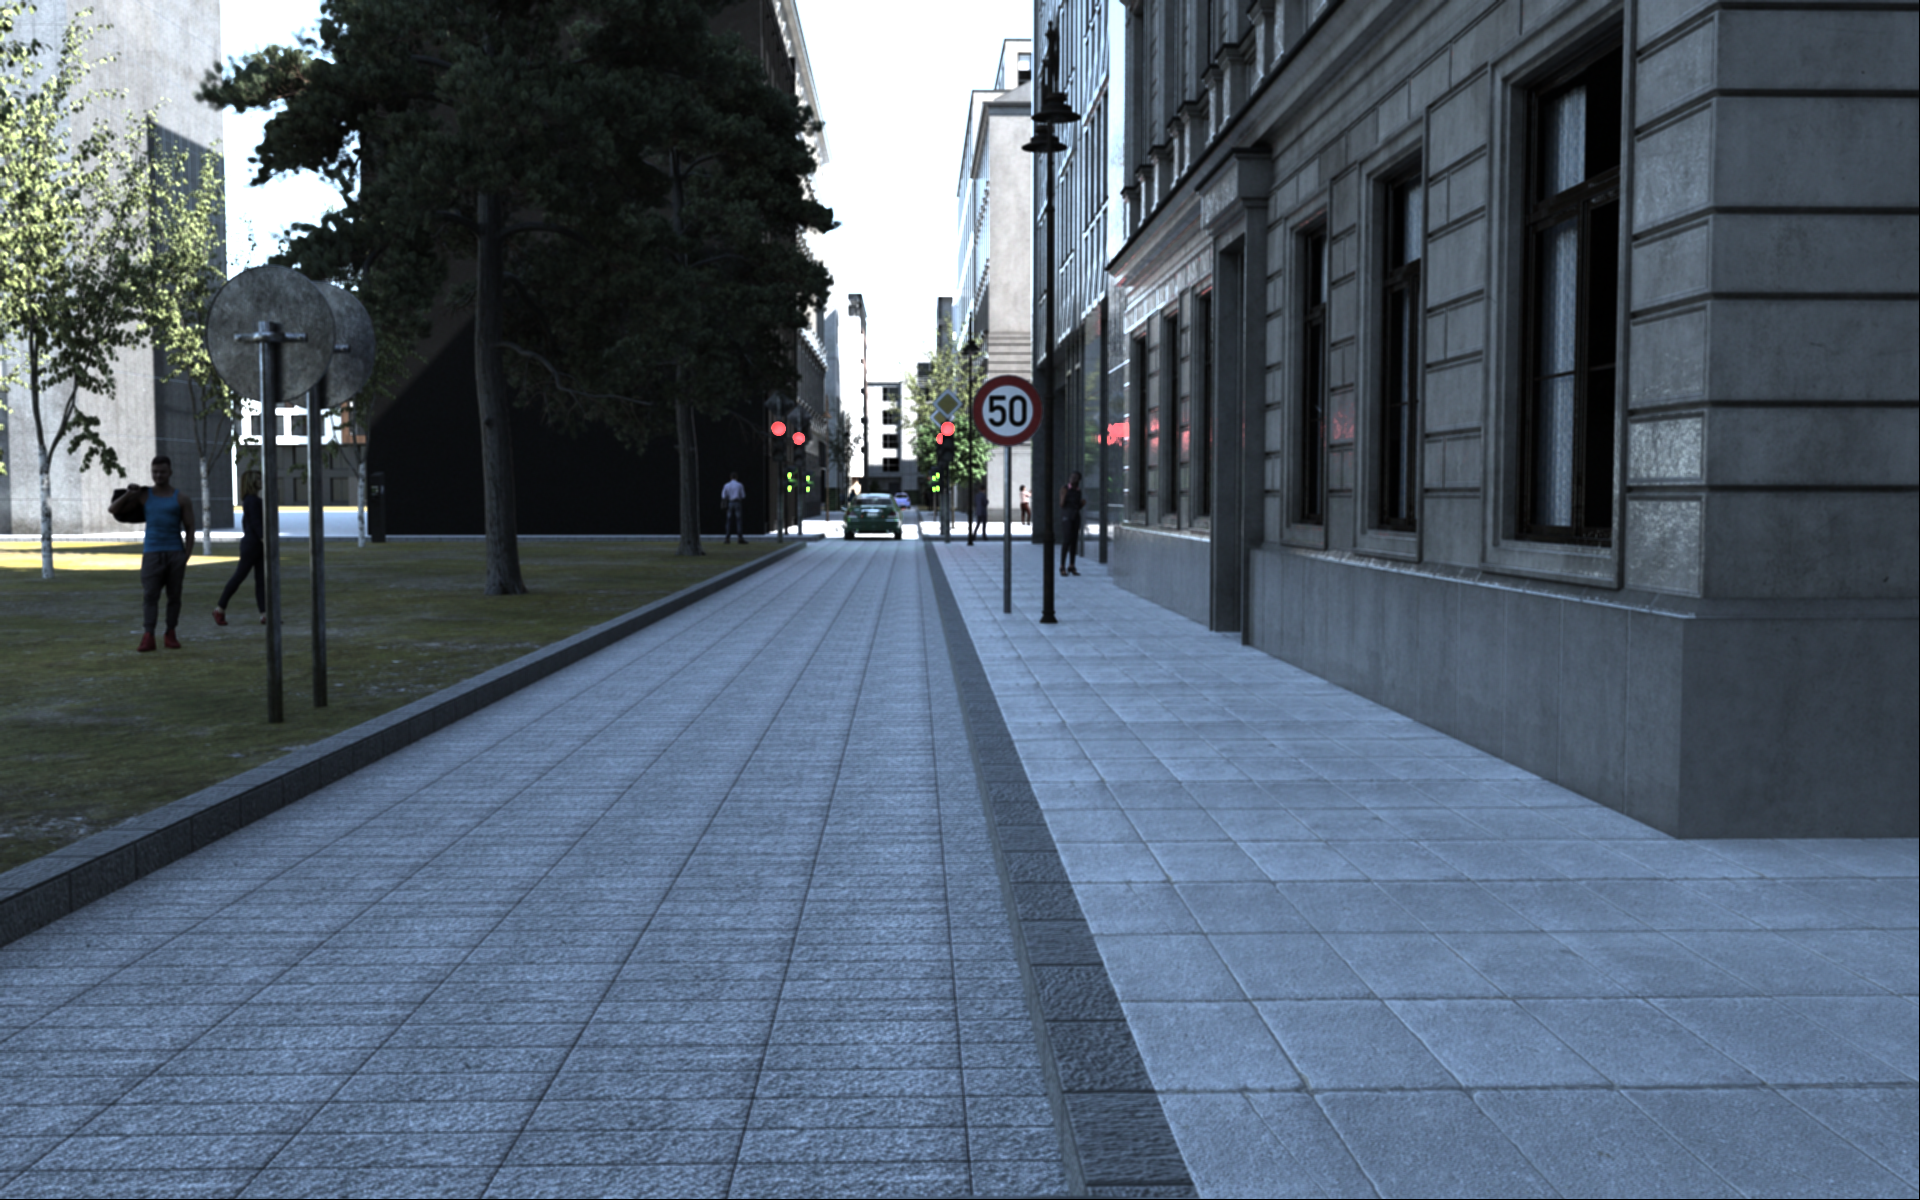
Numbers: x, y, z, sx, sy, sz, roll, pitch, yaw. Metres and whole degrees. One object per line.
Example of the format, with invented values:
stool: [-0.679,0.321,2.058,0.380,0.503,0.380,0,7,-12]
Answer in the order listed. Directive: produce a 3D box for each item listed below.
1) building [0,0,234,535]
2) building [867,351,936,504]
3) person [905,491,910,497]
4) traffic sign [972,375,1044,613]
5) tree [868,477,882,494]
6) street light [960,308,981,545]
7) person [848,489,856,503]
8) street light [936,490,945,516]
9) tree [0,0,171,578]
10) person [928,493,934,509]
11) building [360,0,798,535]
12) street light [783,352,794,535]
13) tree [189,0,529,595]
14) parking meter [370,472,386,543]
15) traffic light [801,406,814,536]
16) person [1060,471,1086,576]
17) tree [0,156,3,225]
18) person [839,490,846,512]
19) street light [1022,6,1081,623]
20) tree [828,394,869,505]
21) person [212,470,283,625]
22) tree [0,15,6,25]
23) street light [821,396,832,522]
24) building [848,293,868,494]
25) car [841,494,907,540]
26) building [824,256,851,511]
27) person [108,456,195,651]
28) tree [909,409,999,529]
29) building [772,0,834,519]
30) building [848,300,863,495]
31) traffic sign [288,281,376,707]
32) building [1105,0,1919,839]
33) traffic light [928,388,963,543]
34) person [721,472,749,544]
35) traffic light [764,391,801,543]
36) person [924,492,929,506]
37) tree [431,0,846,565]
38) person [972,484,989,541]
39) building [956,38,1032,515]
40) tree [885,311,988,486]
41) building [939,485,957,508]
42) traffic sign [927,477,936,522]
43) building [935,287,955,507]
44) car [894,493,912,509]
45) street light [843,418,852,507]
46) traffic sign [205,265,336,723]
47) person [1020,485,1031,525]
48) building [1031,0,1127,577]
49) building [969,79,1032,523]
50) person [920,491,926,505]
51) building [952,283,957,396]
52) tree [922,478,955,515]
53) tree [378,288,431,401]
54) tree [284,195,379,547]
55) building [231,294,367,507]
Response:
building: [-37.333,-14.725,58.781,19.932,24.808,12.078,0,4,-2]
building: [-7.141,-21.730,221.742,31.486,18.905,16.747,0,4,-2]
person: [-5.767,-10.652,183.382,1.217,1.743,0.721,-2,4,-25]
traffic sign: [0.512,-1.132,18.612,0.768,2.556,0.104,0,4,4]
tree: [-9.442,-12.167,193.538,1.663,3.219,1.824,0,3,0]
street light: [0.259,-4.304,43.157,0.468,5.910,1.993,0,4,-2]
person: [-6.766,-6.173,108.672,0.593,1.614,0.444,1,4,18]
street light: [-0.712,-6.362,76.806,0.468,5.910,1.993,0,4,-2]
tree: [-13.682,-4.639,26.204,4.737,8.622,4.395,0,3,0]
person: [-2.386,-8.363,143.704,0.541,1.710,0.530,3,5,44]
building: [-12.481,-14.160,61.186,12.332,23.373,15.834,0,4,-2]
street light: [-5.446,-4.973,54.101,0.468,5.910,1.993,0,4,-2]
tree: [-5.975,-6.110,21.952,6.751,12.117,7.091,0,3,0]
parking meter: [-15.435,-2.459,45.915,0.255,1.863,0.399,0,4,5]
traffic light: [-4.924,-3.922,53.374,0.839,4.213,0.868,0,4,-2]
person: [1.770,-1.205,27.221,0.415,1.643,0.593,1,4,10]
tree: [-22.718,-6.850,34.061,6.751,12.117,7.091,0,3,0]
person: [-8.367,-7.070,123.851,0.499,1.552,0.429,0,4,2]
street light: [0.883,-2.709,17.086,0.468,5.910,1.993,0,4,-2]
tree: [-8.343,-10.656,124.586,4.360,8.622,3.978,0,3,0]
person: [-7.005,-0.514,16.996,0.613,1.512,0.480,-2,4,-32]
tree: [-4.726,-1.315,5.221,4.285,4.588,4.351,0,3,0]
street light: [-6.122,-6.548,79.844,0.468,5.910,1.993,0,4,-2]
building: [-26.614,-21.141,189.633,32.646,21.610,27.936,0,4,-2]
car: [-2.755,-2.669,55.437,2.131,1.459,4.920,0,4,-2]
building: [-18.028,-16.986,144.173,16.747,18.905,31.486,0,4,-2]
person: [-6.681,-0.393,14.345,0.647,1.594,0.662,-2,4,-28]
tree: [-0.182,-4.875,63.420,4.285,4.588,4.351,0,3,0]
building: [-16.001,-19.230,90.829,17.030,29.872,44.131,0,4,-2]
building: [-17.325,-18.980,166.745,16.016,20.091,11.380,0,4,-2]
traffic sign: [-3.867,-0.629,10.393,0.768,2.556,0.104,0,4,8]
building: [7.124,-9.199,15.028,10.561,19.102,19.286,0,4,-2]
traffic light: [-0.346,-3.442,45.527,0.839,4.213,0.868,0,4,-2]
person: [-5.791,-2.368,44.633,0.709,1.838,0.599,0,4,4]
traffic light: [-4.705,-3.434,45.392,0.839,4.213,0.868,0,4,-2]
person: [-3.406,-10.898,184.365,0.705,1.807,1.348,-3,5,-42]
tree: [-5.699,-6.961,35.872,6.751,12.117,7.091,0,3,0]
person: [0.636,-2.494,50.203,0.530,1.710,0.541,-1,4,-23]
building: [9.834,-18.802,111.933,19.350,26.468,34.151,0,4,-2]
tree: [-0.706,-7.247,68.849,4.737,8.622,4.395,0,3,0]
building: [2.777,-13.168,157.440,9.099,9.664,28.070,0,4,-2]
traffic sign: [-1.149,-4.842,79.275,0.768,2.556,0.104,0,4,1]
building: [11.281,-21.037,187.930,27.936,21.610,32.646,0,4,-2]
car: [-5.599,-9.554,165.804,1.945,1.707,3.694,0,4,-2]
street light: [-6.854,-8.122,105.584,0.468,5.910,1.993,0,4,-2]
traffic sign: [-3.849,-0.584,9.662,0.768,2.556,0.104,0,4,7]
person: [2.723,-3.877,70.899,0.566,1.644,0.517,0,4,6]
building: [8.118,-13.238,34.461,12.078,24.808,19.932,0,4,-2]
building: [5.609,-14.475,85.814,9.793,20.994,18.267,0,4,-2]
person: [-3.983,-11.925,200.981,1.348,1.831,0.705,0,4,-3]
building: [7.430,-17.195,137.552,16.016,20.091,11.380,0,4,-2]
tree: [-1.440,-7.814,122.355,1.663,3.219,1.824,0,3,0]
tree: [-14.647,-5.599,41.912,4.737,8.622,4.395,0,3,0]
tree: [-15.548,-5.235,35.949,4.737,8.622,4.395,0,3,0]
building: [-59.242,-21.073,188.521,32.646,21.610,27.936,0,4,-2]
